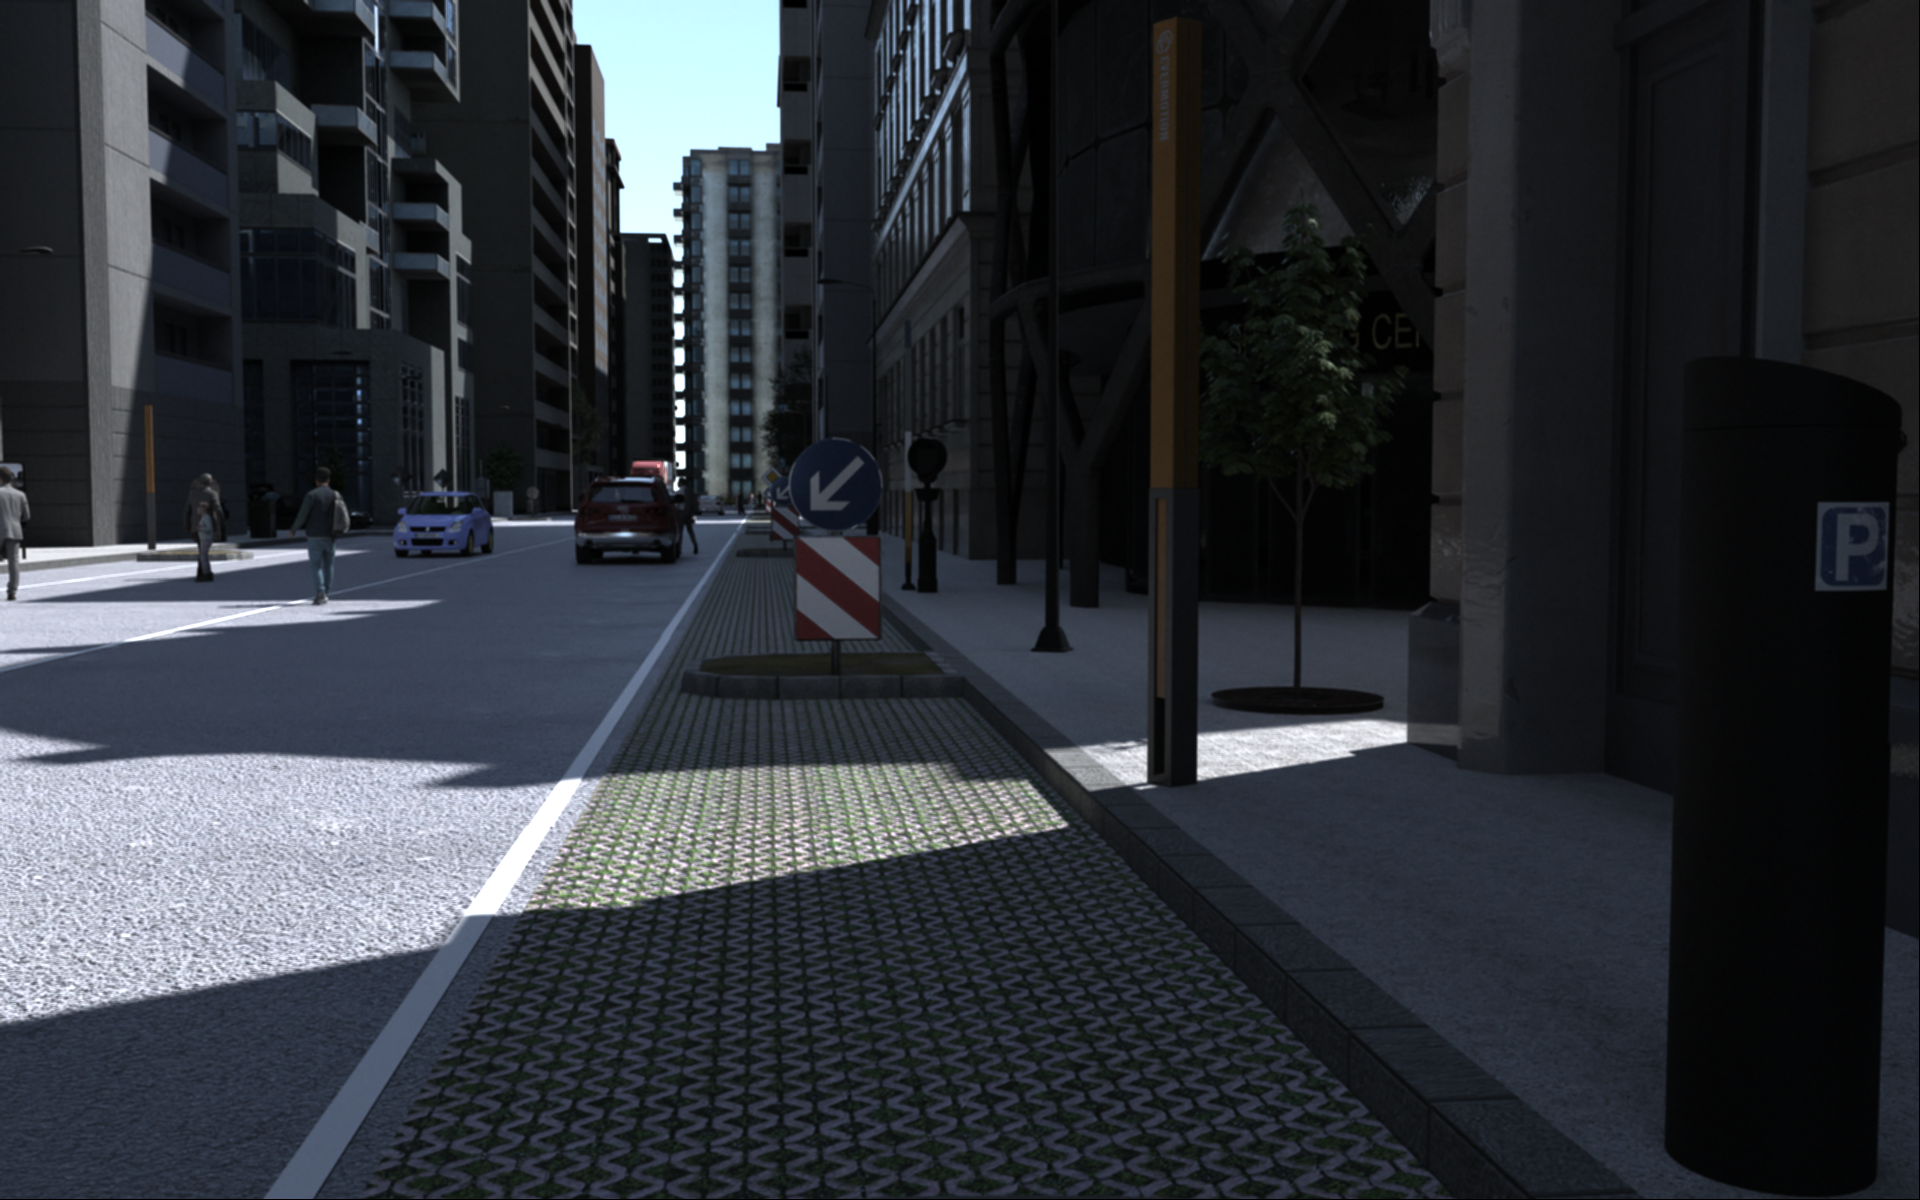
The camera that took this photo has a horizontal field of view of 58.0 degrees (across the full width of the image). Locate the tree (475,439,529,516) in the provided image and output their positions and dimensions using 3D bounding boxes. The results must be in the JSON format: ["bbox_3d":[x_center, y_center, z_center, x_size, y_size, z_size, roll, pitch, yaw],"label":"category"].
[{"bbox_3d":[-27.474,-7.361,104.058,4.285,4.588,4.351,0,3,0],"label":"tree"}]

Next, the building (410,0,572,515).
[{"bbox_3d":[-38.009,-30.035,114.770,21.300,48.544,21.600,0,4,-7],"label":"building"}]

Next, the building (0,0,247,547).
[{"bbox_3d":[-36.000,-30.891,47.075,28.212,58.520,21.231,0,4,-7],"label":"building"}]

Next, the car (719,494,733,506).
[{"bbox_3d":[-29.000,-12.457,213.887,2.015,1.641,3.980,0,4,-6],"label":"car"}]

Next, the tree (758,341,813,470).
[{"bbox_3d":[-9.155,-10.531,106.590,7.601,10.594,8.767,-3,5,-42],"label":"tree"}]

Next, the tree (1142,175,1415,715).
[{"bbox_3d":[2.164,-0.976,10.561,1.663,3.219,1.824,0,3,0],"label":"tree"}]

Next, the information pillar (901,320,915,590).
[{"bbox_3d":[-0.692,-1.943,23.115,0.183,3.616,0.504,0,4,-2],"label":"information pillar"}]

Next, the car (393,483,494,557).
[{"bbox_3d":[-12.070,-1.894,40.550,1.945,1.707,3.694,0,4,-5],"label":"car"}]

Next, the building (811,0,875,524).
[{"bbox_3d":[7.555,-32.848,79.064,28.212,58.520,21.231,0,4,-7],"label":"building"}]

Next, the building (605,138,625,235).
[{"bbox_3d":[-53.067,-33.675,205.202,28.867,44.769,22.147,0,4,-7],"label":"building"}]

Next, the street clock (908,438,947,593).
[{"bbox_3d":[-0.424,-1.100,22.549,0.471,2.002,0.358,2,4,33],"label":"street clock"}]

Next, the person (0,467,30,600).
[{"bbox_3d":[-12.956,-0.900,23.413,0.583,1.804,0.606,2,4,31],"label":"person"}]

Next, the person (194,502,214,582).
[{"bbox_3d":[-12.362,-0.950,28.313,0.425,1.301,0.394,3,5,39],"label":"person"}]

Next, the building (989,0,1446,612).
[{"bbox_3d":[8.686,-9.574,23.992,16.820,18.784,16.811,0,4,-7],"label":"building"}]

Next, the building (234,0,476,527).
[{"bbox_3d":[-34.887,-46.901,79.508,22.319,86.520,31.000,0,4,-7],"label":"building"}]

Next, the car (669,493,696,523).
[{"bbox_3d":[-13.693,-4.540,83.269,2.155,1.783,4.494,0,4,-5],"label":"car"}]

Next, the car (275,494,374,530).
[{"bbox_3d":[-23.805,-3.297,63.698,4.222,1.686,2.009,0,4,-7],"label":"car"}]

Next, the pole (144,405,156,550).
[{"bbox_3d":[-18.617,-2.811,39.809,0.158,3.312,0.155,0,3,0],"label":"pole"}]

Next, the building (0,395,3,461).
[{"bbox_3d":[-26.997,-15.751,29.233,14.160,30.474,14.107,0,4,-7],"label":"building"}]

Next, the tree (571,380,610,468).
[{"bbox_3d":[-30.834,-12.079,131.901,8.767,10.594,7.601,0,4,-8],"label":"tree"}]

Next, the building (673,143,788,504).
[{"bbox_3d":[-23.816,-37.890,239.115,30.456,49.044,23.786,0,4,-7],"label":"building"}]

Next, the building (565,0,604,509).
[{"bbox_3d":[-42.352,-43.620,151.439,20.563,71.187,20.611,0,4,-7],"label":"building"}]

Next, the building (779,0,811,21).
[{"bbox_3d":[0.496,-32.846,126.273,28.713,52.752,27.495,0,4,-7],"label":"building"}]

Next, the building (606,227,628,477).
[{"bbox_3d":[-43.214,-25.266,184.795,14.160,30.474,14.107,0,4,-7],"label":"building"}]

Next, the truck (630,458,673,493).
[{"bbox_3d":[-24.600,-9.124,138.088,2.839,4.237,11.283,0,4,-5],"label":"truck"}]

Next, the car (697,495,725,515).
[{"bbox_3d":[-17.037,-6.454,117.887,2.083,1.381,4.827,0,4,-5],"label":"car"}]

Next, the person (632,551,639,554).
[{"bbox_3d":[-7.868,-2.033,41.868,0.709,1.813,0.853,-3,4,-37],"label":"person"}]

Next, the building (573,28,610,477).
[{"bbox_3d":[-42.218,-31.781,169.730,14.600,45.320,14.200,0,4,-7],"label":"building"}]

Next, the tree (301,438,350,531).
[{"bbox_3d":[-21.568,-3.984,59.743,1.663,3.219,1.824,0,3,0],"label":"tree"}]

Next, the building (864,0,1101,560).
[{"bbox_3d":[5.772,-13.131,47.982,16.112,22.955,30.059,0,4,-7],"label":"building"}]

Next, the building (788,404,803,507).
[{"bbox_3d":[-5.873,-33.254,167.402,21.300,48.544,21.600,0,4,-7],"label":"building"}]

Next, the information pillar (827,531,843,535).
[{"bbox_3d":[-3.320,-2.536,45.958,0.304,2.012,0.304,2,4,32],"label":"information pillar"}]

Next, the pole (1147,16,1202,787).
[{"bbox_3d":[0.940,-0.840,7.581,0.158,3.312,0.155,0,3,0],"label":"pole"}]

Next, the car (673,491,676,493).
[{"bbox_3d":[-33.084,-11.864,202.649,2.281,1.827,5.304,0,4,-6],"label":"car"}]

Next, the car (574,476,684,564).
[{"bbox_3d":[-7.100,-1.750,37.278,2.281,1.827,5.304,0,4,-7],"label":"car"}]

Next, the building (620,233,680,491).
[{"bbox_3d":[-51.679,-33.544,240.332,23.993,40.220,32.217,0,4,-7],"label":"building"}]
